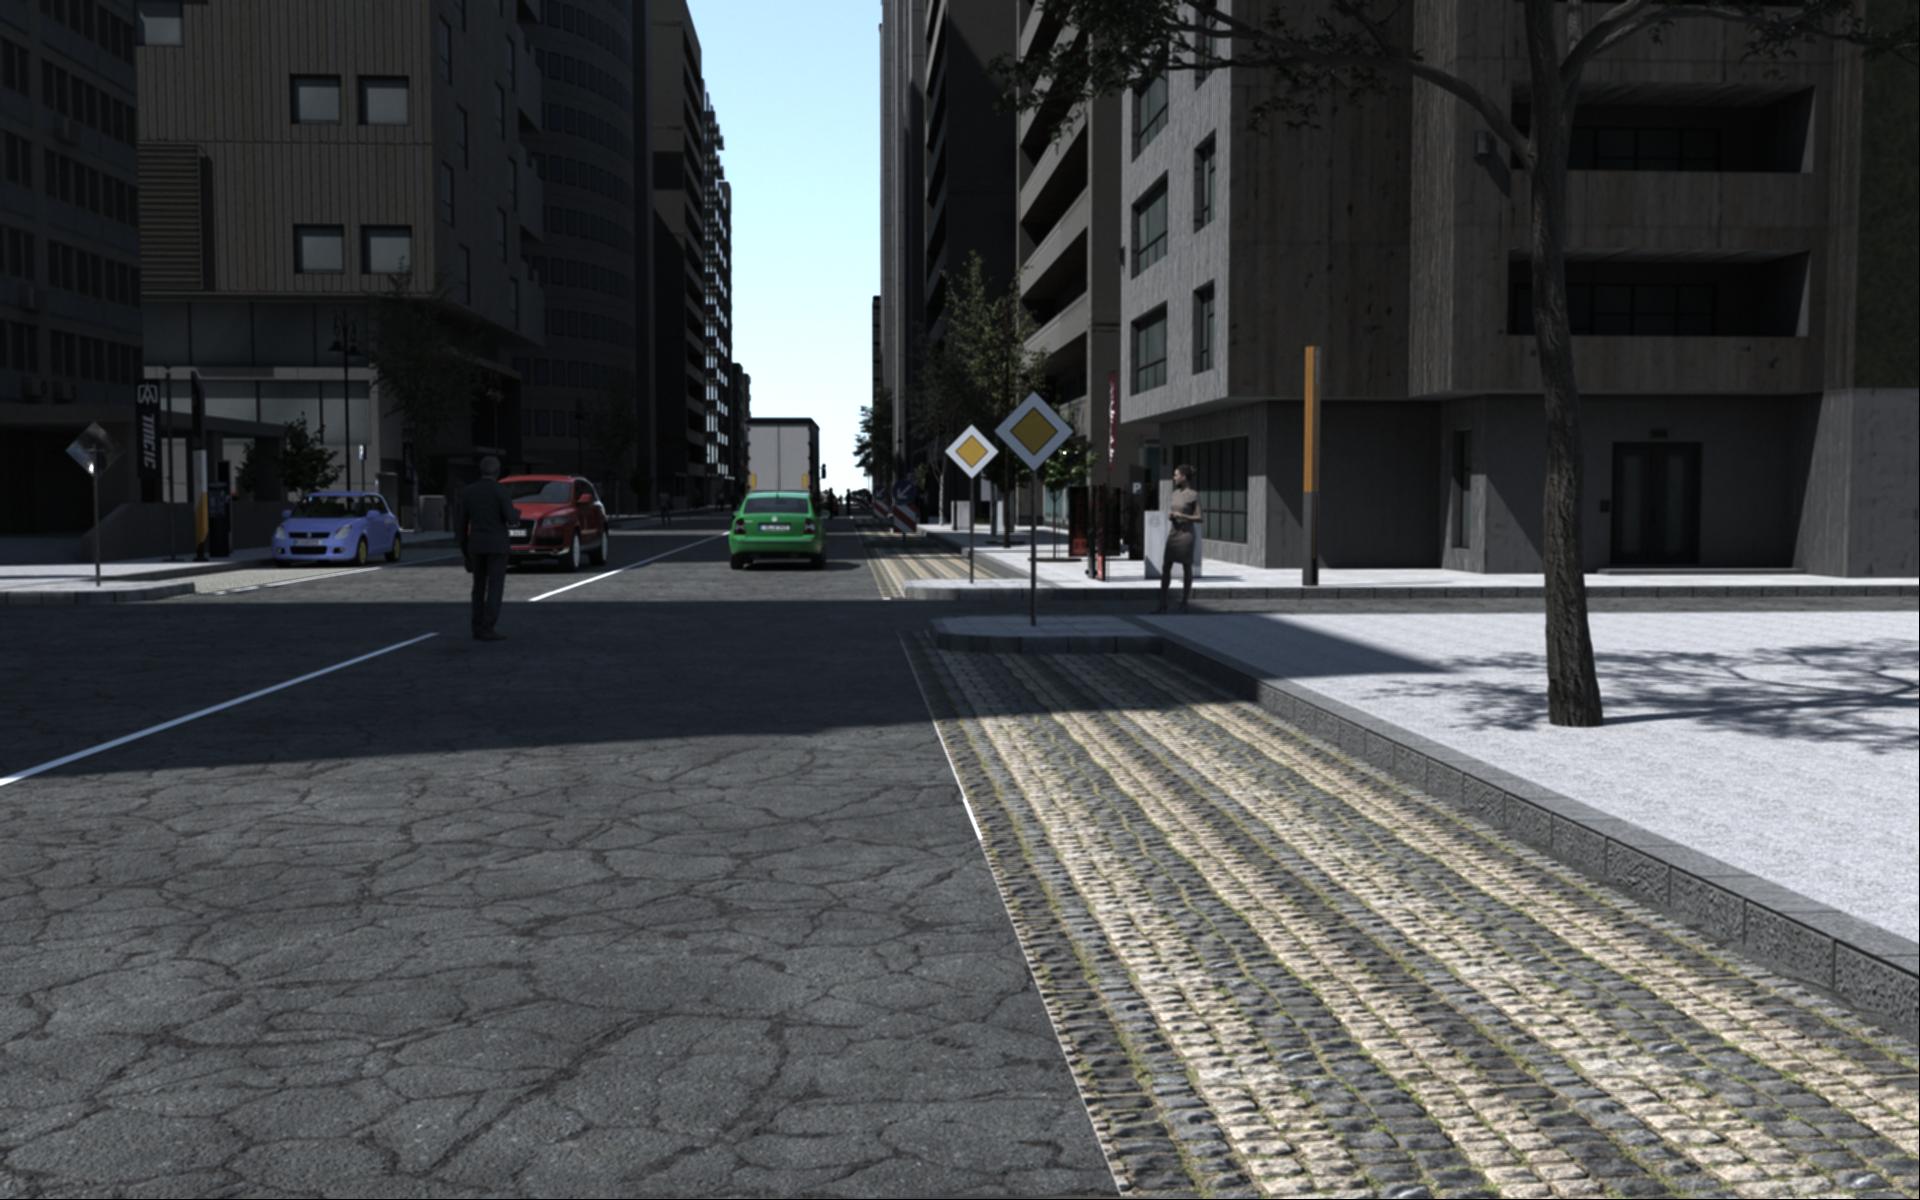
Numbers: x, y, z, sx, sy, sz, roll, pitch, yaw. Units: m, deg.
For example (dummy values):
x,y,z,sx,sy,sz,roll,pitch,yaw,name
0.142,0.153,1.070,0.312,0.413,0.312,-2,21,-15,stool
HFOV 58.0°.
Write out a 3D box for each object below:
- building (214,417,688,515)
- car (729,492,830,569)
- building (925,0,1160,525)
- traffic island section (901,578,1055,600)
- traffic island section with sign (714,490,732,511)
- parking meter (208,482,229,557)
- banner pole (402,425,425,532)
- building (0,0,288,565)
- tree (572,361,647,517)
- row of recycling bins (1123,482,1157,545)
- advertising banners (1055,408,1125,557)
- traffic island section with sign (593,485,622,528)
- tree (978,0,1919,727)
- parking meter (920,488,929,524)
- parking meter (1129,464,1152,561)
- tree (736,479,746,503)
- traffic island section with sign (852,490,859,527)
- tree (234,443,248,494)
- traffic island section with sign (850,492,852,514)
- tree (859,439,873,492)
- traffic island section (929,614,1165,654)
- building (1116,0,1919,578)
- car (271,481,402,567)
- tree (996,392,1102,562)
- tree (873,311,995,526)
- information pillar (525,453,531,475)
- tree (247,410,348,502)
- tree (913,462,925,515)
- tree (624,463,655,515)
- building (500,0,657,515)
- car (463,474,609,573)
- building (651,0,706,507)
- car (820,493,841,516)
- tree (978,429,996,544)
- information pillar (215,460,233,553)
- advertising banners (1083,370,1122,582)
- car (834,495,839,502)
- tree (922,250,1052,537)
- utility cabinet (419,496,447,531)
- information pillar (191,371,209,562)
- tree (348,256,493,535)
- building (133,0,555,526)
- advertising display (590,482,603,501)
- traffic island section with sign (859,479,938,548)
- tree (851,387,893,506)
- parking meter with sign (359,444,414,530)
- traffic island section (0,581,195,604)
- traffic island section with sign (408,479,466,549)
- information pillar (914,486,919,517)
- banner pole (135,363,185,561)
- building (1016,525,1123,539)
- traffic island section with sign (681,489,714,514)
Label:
x,y,z,sx,sy,sz,roll,pitch,yaw,name
-38.534,-27.257,137.534,32.217,40.220,23.993,0,4,-4,building
-3.562,-1.561,34.324,1.959,1.807,4.718,0,4,-3,car
9.328,-28.472,89.224,21.300,48.544,21.600,0,4,-4,building
0.189,-0.157,24.852,2.009,0.180,2.903,0,4,-4,traffic island section
-20.642,-8.658,150.180,1.989,1.847,2.006,0,4,-4,traffic island section with sign
-15.065,-1.638,35.188,0.372,1.533,0.369,0,3,0,parking meter
-18.373,-4.164,58.096,0.863,3.779,0.401,2,4,24,banner pole
-32.665,-21.092,36.741,32.217,40.220,23.993,0,4,-4,building
-19.202,-8.927,96.325,4.737,8.622,4.395,0,3,0,tree
5.872,-2.240,43.730,3.534,1.692,1.069,0,4,-1,row of recycling bins
2.466,-2.396,35.358,2.074,3.025,0.090,-2,4,-27,advertising banners
-15.353,-3.944,73.105,1.989,1.847,2.006,0,4,-4,traffic island section with sign
3.149,-4.594,9.533,7.601,10.594,8.767,2,4,31,tree
-1.542,-4.037,74.416,0.372,1.533,0.369,0,3,0,parking meter
3.486,-1.697,33.464,0.399,1.863,0.255,2,4,34,parking meter
-28.105,-14.121,225.479,1.663,3.219,1.824,0,3,0,tree
-3.550,-4.028,74.490,1.989,1.847,2.006,0,4,-4,traffic island section with sign
-22.905,-3.767,56.198,1.663,3.219,1.824,0,3,0,tree
-6.974,-7.082,124.410,1.989,1.847,2.006,0,4,-4,traffic island section with sign
-9.101,-14.703,190.754,4.360,8.622,3.978,0,3,0,tree
0.735,0.330,16.886,2.009,0.180,2.903,0,4,-4,traffic island section
10.968,-15.941,32.340,14.107,30.474,14.160,0,4,-4,building
-12.562,-1.552,34.959,1.945,1.707,3.694,0,4,-2,car
1.932,-2.348,32.989,1.663,3.219,1.824,0,3,0,tree
-0.680,-7.325,70.133,4.360,8.622,3.978,0,3,0,tree
-24.460,-6.534,98.190,0.183,3.616,0.504,1,4,16,information pillar
-15.112,-2.764,39.794,1.663,3.219,1.824,0,3,0,tree
-2.326,-6.690,103.988,1.663,3.219,1.824,0,3,0,tree
-19.881,-6.948,108.208,1.663,3.219,1.824,0,3,0,tree
-31.887,-34.821,111.315,21.231,58.520,28.212,0,4,-4,building
-8.094,-1.510,33.358,2.281,1.827,5.304,0,4,-2,car
-35.387,-32.851,160.820,21.300,48.544,21.600,0,4,-4,building
-8.833,-6.334,112.607,2.155,1.783,4.494,0,4,-6,car
1.296,-3.065,44.716,1.663,3.219,1.824,0,3,0,tree
-15.904,-2.015,37.438,0.304,2.012,0.304,-1,4,-23,information pillar
2.086,-1.796,25.551,0.090,3.025,2.074,0,4,-6,advertising banners
-11.433,-8.460,150.321,2.014,1.417,4.499,0,4,-4,car
0.974,-6.210,51.904,4.737,8.622,4.395,0,3,0,tree
-18.320,-3.004,60.277,0.306,1.237,1.020,2,4,29,utility cabinet
-14.413,-2.537,32.830,0.183,3.616,0.504,-3,5,-42,information pillar
-16.987,-6.379,54.654,4.737,8.622,4.395,0,3,0,tree
-33.573,-29.692,74.697,28.713,52.752,27.495,0,4,-4,building
-19.438,-5.313,92.073,0.974,1.923,0.123,-3,5,-42,advertising display
-1.633,-2.329,46.702,1.989,1.847,2.006,0,4,-4,traffic island section with sign
-7.720,-16.245,183.728,7.486,12.596,7.792,0,3,0,tree
-20.314,-3.985,61.421,1.738,3.016,0.543,-2,4,-34,parking meter with sign
-11.974,-0.107,24.026,2.009,0.180,2.903,0,4,-4,traffic island section
-13.510,-2.299,46.213,1.989,1.847,2.006,0,4,-4,traffic island section with sign
-2.448,-5.666,97.125,0.304,2.012,0.304,-1,4,-12,information pillar
-15.301,-2.632,33.053,0.863,3.779,0.401,0,4,-3,banner pole
13.610,-26.617,58.883,21.300,48.544,21.600,0,4,-4,building
-18.788,-7.013,123.289,1.989,1.847,2.006,0,4,-4,traffic island section with sign
